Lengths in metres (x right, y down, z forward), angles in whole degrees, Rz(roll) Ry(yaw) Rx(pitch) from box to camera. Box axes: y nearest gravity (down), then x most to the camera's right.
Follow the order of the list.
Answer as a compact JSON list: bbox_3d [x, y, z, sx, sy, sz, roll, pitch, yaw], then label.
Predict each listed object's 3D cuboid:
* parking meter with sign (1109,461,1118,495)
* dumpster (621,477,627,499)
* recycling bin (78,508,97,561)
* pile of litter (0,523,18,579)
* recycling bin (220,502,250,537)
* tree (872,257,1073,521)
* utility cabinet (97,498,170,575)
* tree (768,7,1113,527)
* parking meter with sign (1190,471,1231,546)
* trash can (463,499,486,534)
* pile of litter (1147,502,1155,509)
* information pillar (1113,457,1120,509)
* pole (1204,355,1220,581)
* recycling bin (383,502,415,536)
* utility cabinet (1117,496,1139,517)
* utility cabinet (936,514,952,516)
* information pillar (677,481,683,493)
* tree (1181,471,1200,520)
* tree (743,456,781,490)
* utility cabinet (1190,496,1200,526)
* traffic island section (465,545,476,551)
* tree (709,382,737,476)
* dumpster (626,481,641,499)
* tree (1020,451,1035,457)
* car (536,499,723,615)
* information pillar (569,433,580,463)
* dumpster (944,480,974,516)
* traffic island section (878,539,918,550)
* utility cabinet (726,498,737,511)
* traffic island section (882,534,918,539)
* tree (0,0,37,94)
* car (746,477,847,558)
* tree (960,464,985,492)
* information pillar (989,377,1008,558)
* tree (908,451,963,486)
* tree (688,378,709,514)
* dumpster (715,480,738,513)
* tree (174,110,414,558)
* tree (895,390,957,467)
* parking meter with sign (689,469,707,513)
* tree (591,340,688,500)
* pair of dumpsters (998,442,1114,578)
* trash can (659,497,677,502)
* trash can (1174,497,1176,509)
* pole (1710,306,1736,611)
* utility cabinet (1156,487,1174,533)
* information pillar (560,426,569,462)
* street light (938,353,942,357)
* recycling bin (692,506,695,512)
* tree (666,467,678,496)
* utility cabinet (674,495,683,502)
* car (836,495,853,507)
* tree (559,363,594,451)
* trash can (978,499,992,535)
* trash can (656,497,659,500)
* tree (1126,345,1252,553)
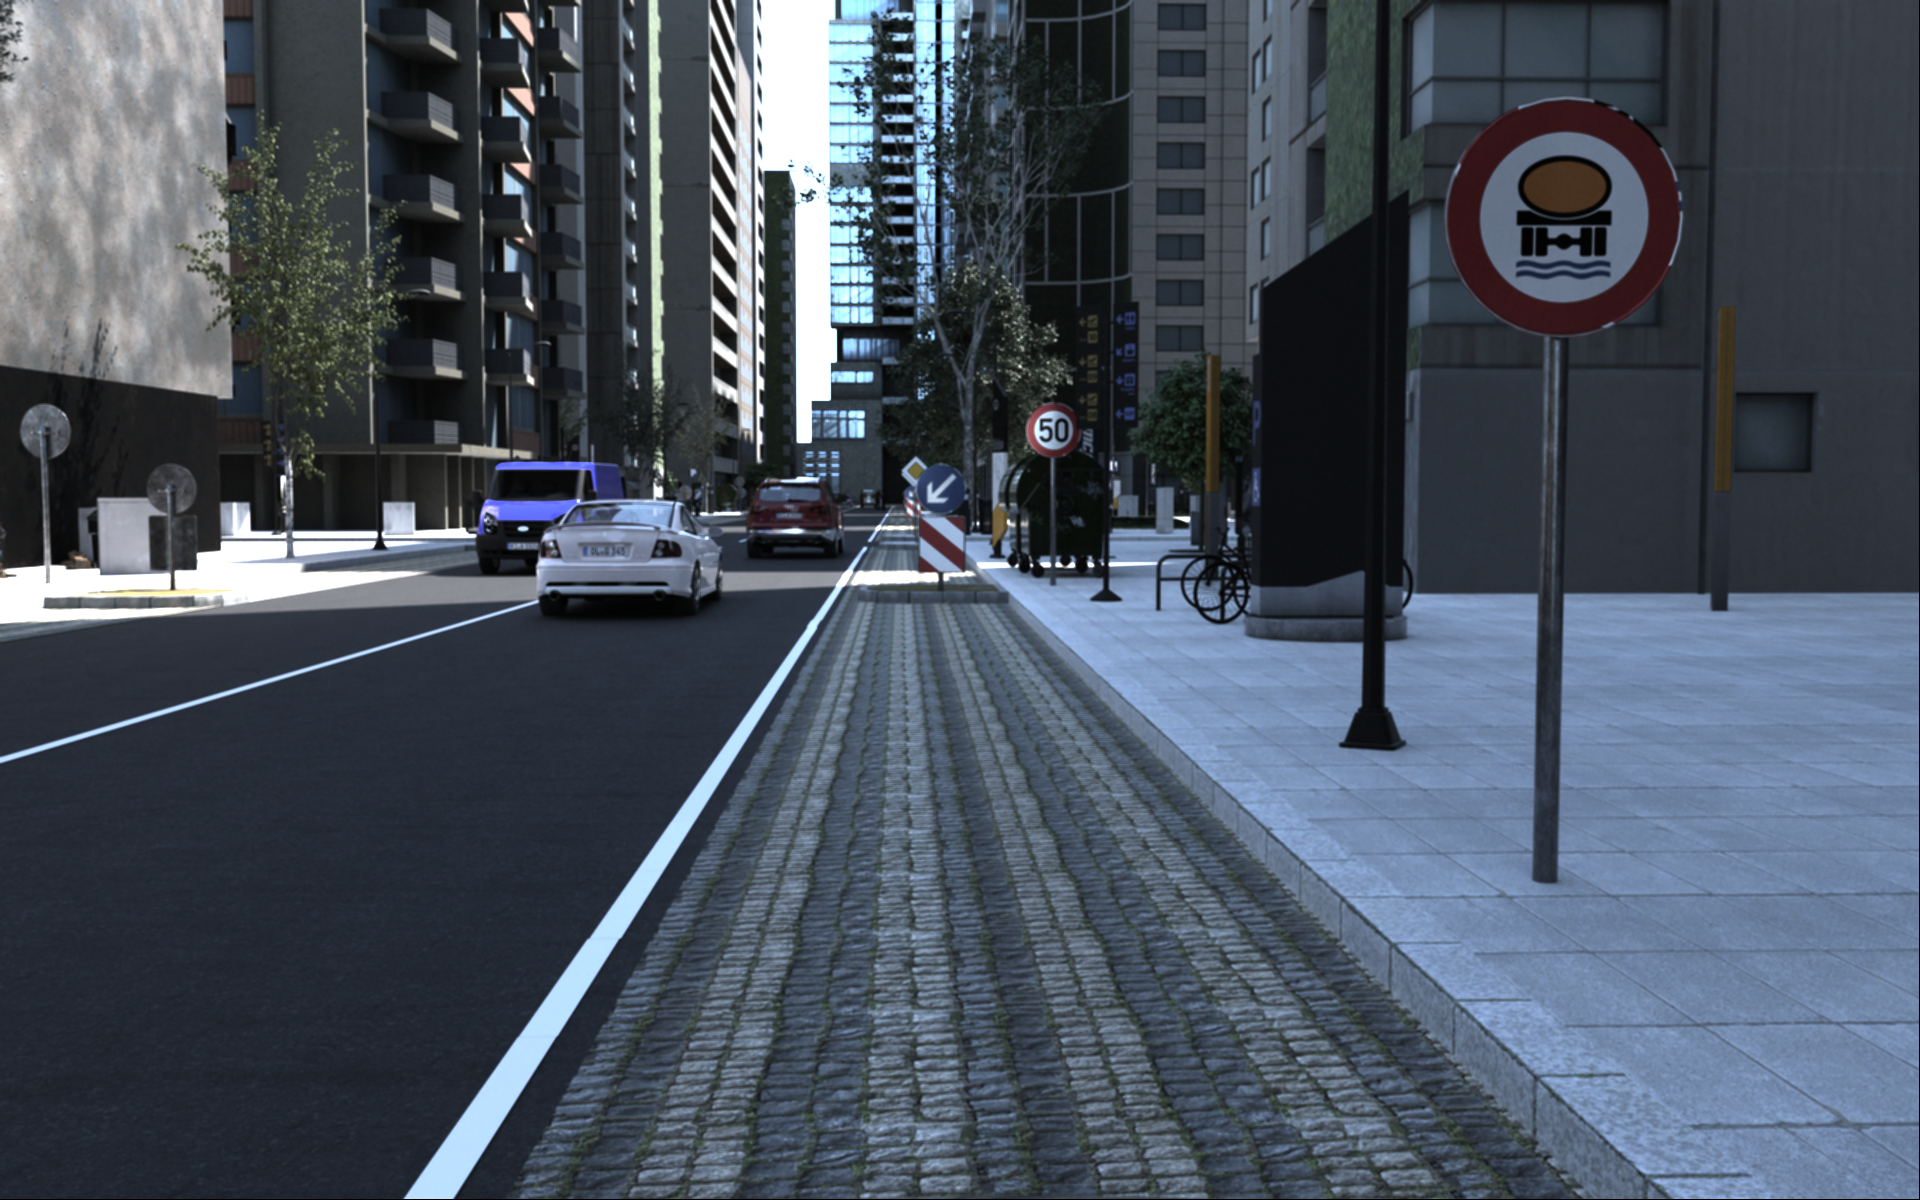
[{"bbox_3d":[7.659,-5.804,91.148,0.543,3.016,1.738,-1,4,-23],"label":"parking meter with sign"},{"bbox_3d":[-11.723,-3.089,55.457,1.985,2.255,1.502,0,4,-1],"label":"dumpster"},{"bbox_3d":[-15.766,-1.192,32.051,0.722,1.027,0.722,1,4,16],"label":"recycling bin"},{"bbox_3d":[-15.145,-0.771,26.576,1.176,0.858,1.719,-2,4,-29],"label":"pile of litter"},{"bbox_3d":[-22.089,-2.449,52.600,0.722,1.027,0.722,2,4,24],"label":"recycling bin"},{"bbox_3d":[0.644,-10.198,83.748,9.611,12.733,9.660,0,3,0],"label":"tree"},{"bbox_3d":[-13.149,-1.004,27.580,1.020,1.237,0.306,-2,4,-24],"label":"utility cabinet"},{"bbox_3d":[-0.701,-13.006,68.531,12.611,20.169,13.585,0,3,0],"label":"tree"},{"bbox_3d":[6.386,-2.903,43.726,0.543,3.016,1.738,2,4,33],"label":"parking meter with sign"},{"bbox_3d":[-15.468,-2.665,55.231,0.748,1.137,0.748,0,3,0],"label":"trash can"},{"bbox_3d":[11.073,-5.287,100.400,1.719,0.858,1.176,1,4,18],"label":"pile of litter"},{"bbox_3d":[9.341,-6.866,103.607,0.504,3.616,0.183,-1,4,-11],"label":"information pillar"},{"bbox_3d":[3.731,-1.942,25.593,0.158,3.312,0.155,0,3,0],"label":"pole"},{"bbox_3d":[-17.311,-2.501,53.443,0.722,1.027,0.722,-3,5,-43],"label":"recycling bin"},{"bbox_3d":[6.546,-3.449,67.555,0.306,1.237,1.020,-2,4,-30],"label":"utility cabinet"},{"bbox_3d":[-0.923,-5.607,102.836,1.020,1.237,0.306,2,4,25],"label":"utility cabinet"},{"bbox_3d":[-16.196,-5.864,100.370,0.304,2.012,0.304,0,4,1],"label":"information pillar"},{"bbox_3d":[11.546,-5.491,84.387,1.663,3.219,1.824,0,3,0],"label":"tree"},{"bbox_3d":[-16.990,-10.090,148.685,4.285,4.588,4.351,0,3,0],"label":"tree"},{"bbox_3d":[9.764,-3.659,70.991,0.306,1.237,1.020,2,4,32],"label":"utility cabinet"},{"bbox_3d":[-11.510,-1.391,45.029,2.009,0.180,2.903,0,4,-2],"label":"traffic island section"},{"bbox_3d":[-16.786,-9.963,113.257,4.360,8.622,3.978,0,3,0],"label":"tree"},{"bbox_3d":[-14.565,-4.229,74.906,1.264,1.857,1.865,0,4,-2],"label":"dumpster"},{"bbox_3d":[2.187,-2.888,41.814,1.663,3.219,1.824,0,3,0],"label":"tree"},{"bbox_3d":[-4.095,-0.584,21.903,2.083,1.381,4.827,0,4,-2],"label":"car"},{"bbox_3d":[-14.859,-4.605,66.646,0.504,3.616,0.183,0,4,-6],"label":"information pillar"},{"bbox_3d":[-0.158,-4.617,77.976,1.502,2.255,1.985,0,4,-2],"label":"dumpster"},{"bbox_3d":[-1.124,-1.413,45.376,2.009,0.180,2.903,0,4,-2],"label":"traffic island section"},{"bbox_3d":[-16.765,-7.257,127.333,0.318,1.500,1.173,1,4,22],"label":"utility cabinet"},{"bbox_3d":[-1.396,-1.901,53.356,2.009,0.180,2.903,0,4,-2],"label":"traffic island section"},{"bbox_3d":[-13.491,-6.348,14.165,12.009,13.543,11.850,0,3,0],"label":"tree"},{"bbox_3d":[-3.795,-1.940,40.400,2.281,1.827,5.304,0,4,-1],"label":"car"},{"bbox_3d":[0.611,-6.087,94.122,1.663,3.219,1.824,0,3,0],"label":"tree"},{"bbox_3d":[0.792,-2.641,34.541,0.183,3.616,0.504,-2,4,-29],"label":"information pillar"},{"bbox_3d":[-1.364,-7.745,110.350,4.285,4.588,4.351,0,3,0],"label":"tree"},{"bbox_3d":[-16.274,-8.758,93.557,4.360,8.622,3.978,0,3,0],"label":"tree"},{"bbox_3d":[-16.176,-7.181,119.904,1.502,2.255,1.985,0,4,-2],"label":"dumpster"},{"bbox_3d":[-13.147,-5.140,34.397,4.737,8.622,4.395,0,3,0],"label":"tree"},{"bbox_3d":[-1.687,-12.312,135.715,7.601,10.594,8.767,1,4,17],"label":"tree"},{"bbox_3d":[-18.082,-7.566,119.968,0.543,3.016,1.738,-3,4,-36],"label":"parking meter with sign"},{"bbox_3d":[-15.428,-8.082,82.498,4.360,8.622,3.978,0,3,0],"label":"tree"},{"bbox_3d":[1.534,-1.589,28.467,1.574,2.255,4.437,0,4,-2],"label":"pair of dumpsters"},{"bbox_3d":[-15.166,-4.838,90.752,0.748,1.137,0.748,0,3,0],"label":"trash can"},{"bbox_3d":[12.408,-5.528,102.034,0.748,1.137,0.748,0,3,0],"label":"trash can"},{"bbox_3d":[8.355,-1.537,18.967,0.158,3.312,0.155,0,3,0],"label":"pole"},{"bbox_3d":[6.624,-2.899,56.074,0.318,1.500,1.173,1,4,20],"label":"utility cabinet"},{"bbox_3d":[-13.814,-4.208,60.150,0.183,3.616,0.504,-1,4,-17],"label":"information pillar"},{"bbox_3d":[-0.033,-5.176,57.171,1.470,5.913,1.316,0,4,-2],"label":"street light"},{"bbox_3d":[-18.422,-6.693,121.984,0.722,1.027,0.722,-1,4,-22],"label":"recycling bin"},{"bbox_3d":[-20.460,-7.749,121.296,1.663,3.219,1.824,0,3,0],"label":"tree"},{"bbox_3d":[-15.625,-5.246,96.931,0.306,1.237,1.020,1,4,18],"label":"utility cabinet"},{"bbox_3d":[-12.941,-11.135,194.635,1.945,1.354,3.894,0,4,-2],"label":"car"},{"bbox_3d":[-22.123,-8.713,92.820,4.737,8.622,4.395,0,3,0],"label":"tree"},{"bbox_3d":[0.901,-2.647,54.932,0.748,1.137,0.748,0,3,0],"label":"trash can"},{"bbox_3d":[-17.478,-5.486,101.349,0.748,1.137,0.748,0,3,0],"label":"trash can"},{"bbox_3d":[5.386,-3.330,38.163,4.285,4.588,4.351,0,3,0],"label":"tree"}]
